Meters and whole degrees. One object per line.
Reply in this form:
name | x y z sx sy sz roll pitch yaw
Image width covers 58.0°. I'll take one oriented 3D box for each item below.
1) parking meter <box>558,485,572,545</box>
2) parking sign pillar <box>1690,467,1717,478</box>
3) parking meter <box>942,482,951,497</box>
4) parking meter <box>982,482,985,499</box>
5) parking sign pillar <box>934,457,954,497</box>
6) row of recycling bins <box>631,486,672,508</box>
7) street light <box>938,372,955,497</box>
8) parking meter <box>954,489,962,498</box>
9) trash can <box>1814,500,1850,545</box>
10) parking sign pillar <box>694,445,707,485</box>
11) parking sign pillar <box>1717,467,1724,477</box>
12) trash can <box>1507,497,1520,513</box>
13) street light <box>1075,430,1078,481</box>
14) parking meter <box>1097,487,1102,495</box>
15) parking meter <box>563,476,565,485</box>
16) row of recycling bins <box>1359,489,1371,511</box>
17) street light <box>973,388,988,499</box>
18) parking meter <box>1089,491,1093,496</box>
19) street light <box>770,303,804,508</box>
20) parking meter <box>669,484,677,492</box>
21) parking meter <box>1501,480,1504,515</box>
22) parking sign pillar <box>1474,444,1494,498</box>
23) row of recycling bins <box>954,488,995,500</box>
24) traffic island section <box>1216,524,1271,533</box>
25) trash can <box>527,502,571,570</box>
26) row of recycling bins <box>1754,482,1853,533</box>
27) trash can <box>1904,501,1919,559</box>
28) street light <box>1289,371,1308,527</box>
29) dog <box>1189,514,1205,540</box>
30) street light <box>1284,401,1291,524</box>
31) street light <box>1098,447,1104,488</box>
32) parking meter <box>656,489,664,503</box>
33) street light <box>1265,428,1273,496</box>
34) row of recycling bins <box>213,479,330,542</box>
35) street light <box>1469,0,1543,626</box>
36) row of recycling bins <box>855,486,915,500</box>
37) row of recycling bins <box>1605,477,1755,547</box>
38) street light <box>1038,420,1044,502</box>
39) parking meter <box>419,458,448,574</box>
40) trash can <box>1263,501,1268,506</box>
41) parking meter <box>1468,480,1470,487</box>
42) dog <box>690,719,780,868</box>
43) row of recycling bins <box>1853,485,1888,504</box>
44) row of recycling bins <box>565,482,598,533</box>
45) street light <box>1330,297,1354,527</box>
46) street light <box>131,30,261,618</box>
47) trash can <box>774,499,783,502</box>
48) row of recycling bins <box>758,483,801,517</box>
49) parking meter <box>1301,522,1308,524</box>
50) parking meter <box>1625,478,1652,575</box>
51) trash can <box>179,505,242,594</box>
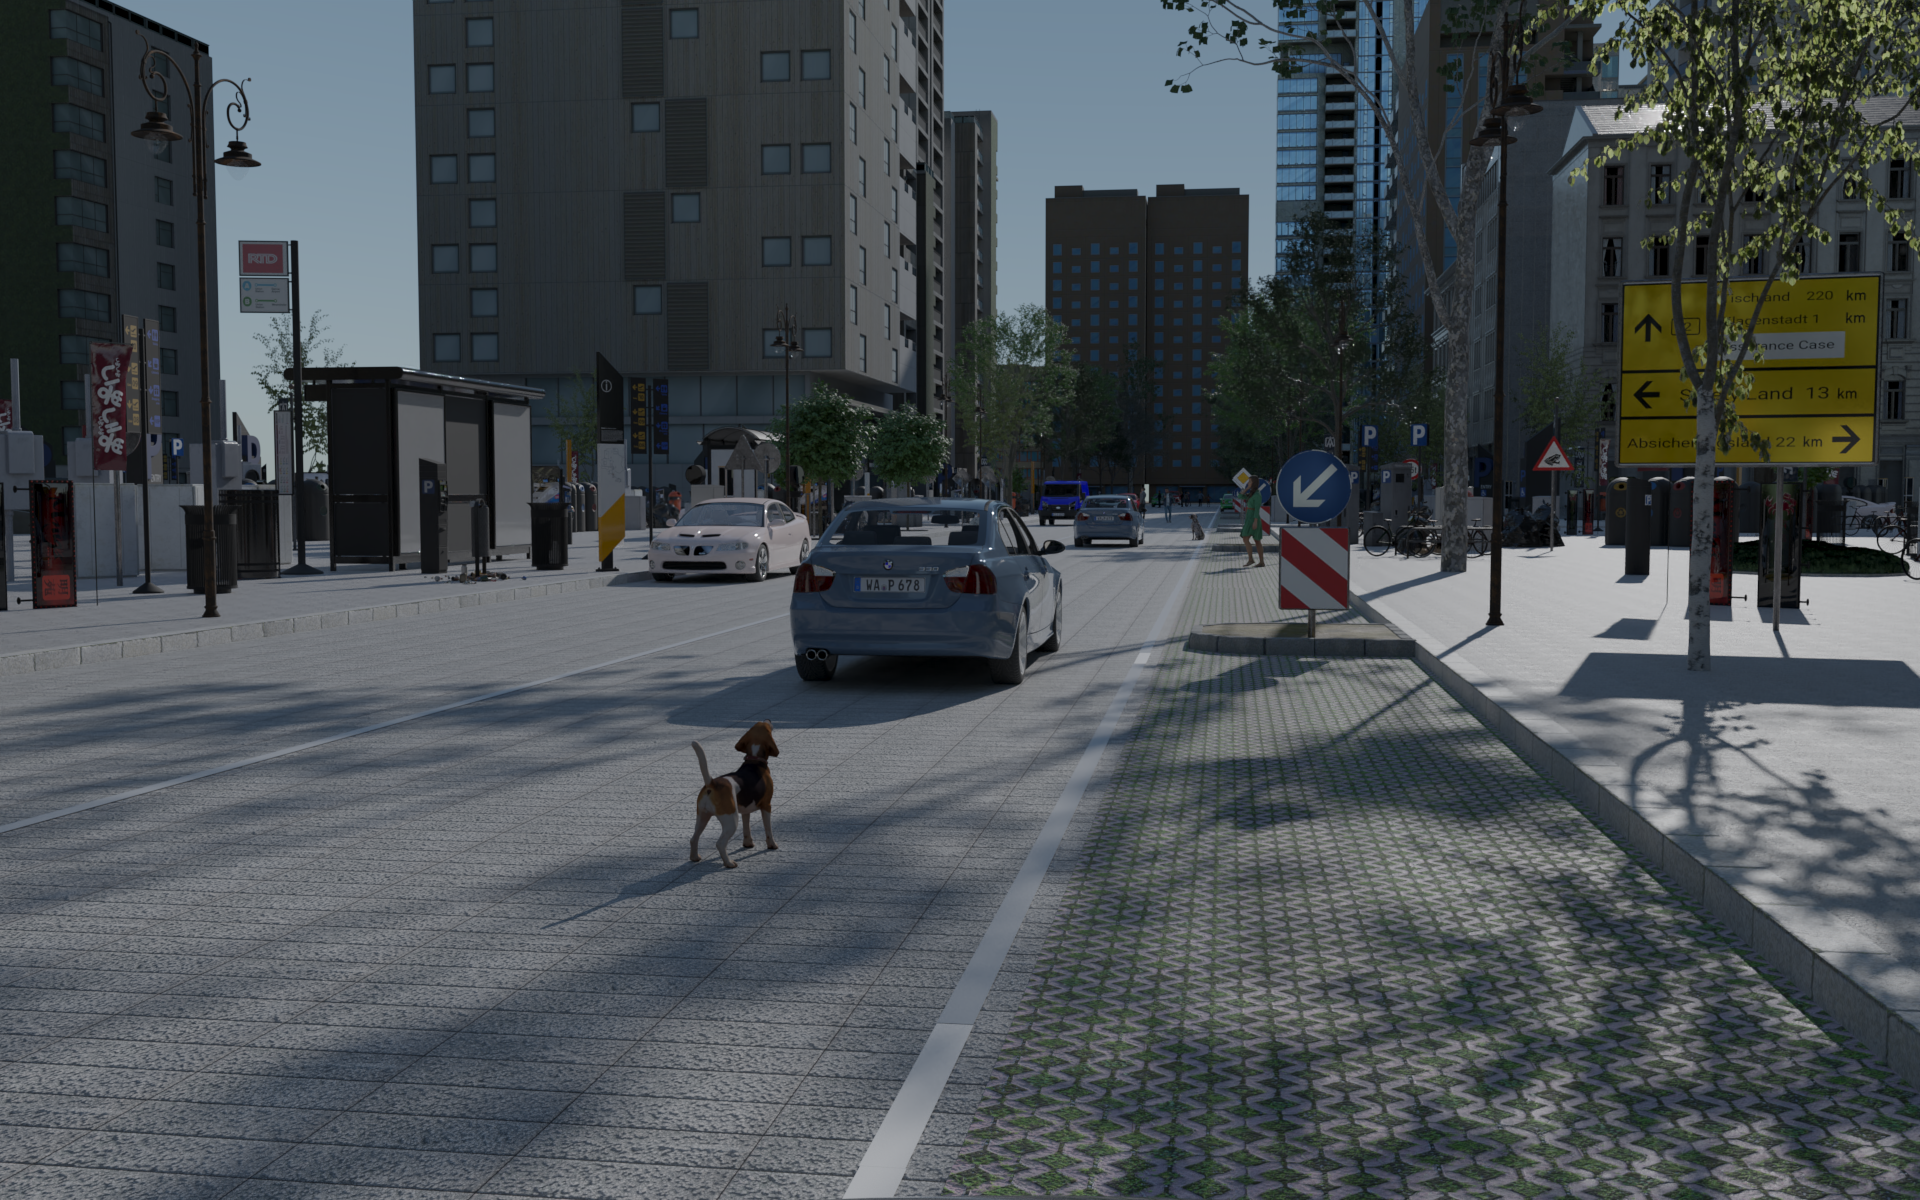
parking meter | -10.047 -2.177 43.999 0.372 1.533 0.369 0 3 0
parking sign pillar | 54.560 -8.514 127.676 1.447 3.967 1.447 0 4 1
parking meter | -0.638 -4.610 81.082 0.399 1.863 0.255 -1 4 -16
parking meter | 1.107 -4.570 80.425 0.255 1.863 0.399 1 4 14
parking sign pillar | -1.031 -7.494 111.006 1.447 3.967 1.447 -2 4 -31
row of recycling bins | -16.620 -5.209 92.273 1.069 1.692 3.534 2 4 28
street light | -0.526 -5.695 65.900 0.468 5.910 1.993 1 4 9
parking meter | -0.100 -4.903 88.583 0.372 1.533 0.369 0 3 0
trash can | 20.041 -1.724 39.841 0.748 1.137 0.748 0 3 0
parking sign pillar | -13.958 -6.481 94.438 1.447 3.967 1.447 -3 5 -43
parking sign pillar | 60.983 -9.232 139.423 1.447 3.967 1.447 -2 4 -34
trash can | 27.830 -4.605 86.947 0.748 1.137 0.748 0 3 0
street light | 8.284 -9.206 123.298 0.468 5.910 1.993 1 4 9
parking meter | 11.545 -8.397 143.002 0.399 1.863 0.255 1 4 9
parking meter | -10.955 -2.537 47.185 0.399 1.863 0.255 2 4 26
row of recycling bins | 30.977 -7.820 134.966 3.534 1.692 1.069 -3 5 -42
street light | 0.897 -6.268 75.269 0.468 5.910 1.993 1 4 9
parking meter | 10.926 -8.364 145.165 0.372 1.533 0.369 0 3 0
street light | -4.190 -4.238 42.072 0.468 5.910 1.993 1 4 9
parking meter | -16.120 -5.596 97.204 0.399 1.863 0.255 -3 4 -36
parking meter | 22.314 -4.041 71.775 0.255 1.863 0.399 -1 4 -15
parking sign pillar | 27.950 -6.332 91.996 1.447 3.967 1.447 -2 4 -35
row of recycling bins | 0.800 -7.218 125.128 3.534 1.692 1.069 0 4 6
traffic island section | 10.731 -2.648 65.569 2.009 0.180 2.903 1 4 9
trash can | -6.955 -1.082 29.350 0.748 1.137 0.748 0 3 0
row of recycling bins | 27.468 -3.071 57.320 3.534 1.692 1.069 0 4 -7
trash can | 19.170 -1.394 34.438 0.748 1.137 0.748 0 3 0
street light | 12.726 -5.627 64.782 0.468 5.910 1.993 1 4 9
dog | 7.353 -2.260 53.792 0.513 0.831 0.800 1 4 8
street light | 14.198 -6.243 74.857 0.468 5.910 1.993 1 4 9
street light | 11.944 -10.677 147.348 0.468 5.910 1.993 1 4 9
parking meter | -14.022 -4.435 80.929 0.372 1.533 0.369 0 3 0
street light | 17.805 -7.701 98.694 0.468 5.910 1.993 1 4 9
row of recycling bins | -18.780 -2.415 46.592 3.534 1.692 1.069 -3 5 -42
street light | 5.236 -2.690 16.775 0.468 5.910 1.993 1 4 9
row of recycling bins | -4.010 -5.192 92.006 3.534 1.692 1.069 2 4 25
row of recycling bins | 17.453 -2.165 42.504 1.069 1.692 3.534 -2 4 -34
street light | 4.643 -7.725 99.085 0.468 5.910 1.993 1 4 9
parking meter | -8.477 -1.358 27.913 0.399 1.863 0.255 1 4 15
trash can | 19.070 -5.846 107.235 0.748 1.137 0.748 0 3 0
parking meter | 21.518 -4.185 74.143 0.399 1.863 0.255 0 4 -1
dog | -0.893 0.761 6.851 0.406 0.507 0.540 -1 4 -17
row of recycling bins | 41.250 -4.395 78.977 3.534 1.692 1.069 -3 4 -38
row of recycling bins | -12.990 -3.175 59.020 1.069 1.692 3.534 1 4 11
street light | 8.939 -4.153 40.689 0.468 5.910 1.993 1 4 9
street light | -7.814 -2.759 17.897 0.468 5.910 1.993 1 4 9
trash can | -5.091 -2.120 46.320 0.748 1.137 0.748 0 3 0
row of recycling bins | -7.037 -3.570 65.489 3.534 1.692 1.069 2 4 30
parking meter | 14.837 -4.055 74.716 0.372 1.533 0.369 0 3 0
parking meter | 10.780 -1.169 27.526 0.372 1.533 0.369 0 3 0
trash can | -9.690 -0.658 22.417 0.748 1.137 0.748 0 3 0
